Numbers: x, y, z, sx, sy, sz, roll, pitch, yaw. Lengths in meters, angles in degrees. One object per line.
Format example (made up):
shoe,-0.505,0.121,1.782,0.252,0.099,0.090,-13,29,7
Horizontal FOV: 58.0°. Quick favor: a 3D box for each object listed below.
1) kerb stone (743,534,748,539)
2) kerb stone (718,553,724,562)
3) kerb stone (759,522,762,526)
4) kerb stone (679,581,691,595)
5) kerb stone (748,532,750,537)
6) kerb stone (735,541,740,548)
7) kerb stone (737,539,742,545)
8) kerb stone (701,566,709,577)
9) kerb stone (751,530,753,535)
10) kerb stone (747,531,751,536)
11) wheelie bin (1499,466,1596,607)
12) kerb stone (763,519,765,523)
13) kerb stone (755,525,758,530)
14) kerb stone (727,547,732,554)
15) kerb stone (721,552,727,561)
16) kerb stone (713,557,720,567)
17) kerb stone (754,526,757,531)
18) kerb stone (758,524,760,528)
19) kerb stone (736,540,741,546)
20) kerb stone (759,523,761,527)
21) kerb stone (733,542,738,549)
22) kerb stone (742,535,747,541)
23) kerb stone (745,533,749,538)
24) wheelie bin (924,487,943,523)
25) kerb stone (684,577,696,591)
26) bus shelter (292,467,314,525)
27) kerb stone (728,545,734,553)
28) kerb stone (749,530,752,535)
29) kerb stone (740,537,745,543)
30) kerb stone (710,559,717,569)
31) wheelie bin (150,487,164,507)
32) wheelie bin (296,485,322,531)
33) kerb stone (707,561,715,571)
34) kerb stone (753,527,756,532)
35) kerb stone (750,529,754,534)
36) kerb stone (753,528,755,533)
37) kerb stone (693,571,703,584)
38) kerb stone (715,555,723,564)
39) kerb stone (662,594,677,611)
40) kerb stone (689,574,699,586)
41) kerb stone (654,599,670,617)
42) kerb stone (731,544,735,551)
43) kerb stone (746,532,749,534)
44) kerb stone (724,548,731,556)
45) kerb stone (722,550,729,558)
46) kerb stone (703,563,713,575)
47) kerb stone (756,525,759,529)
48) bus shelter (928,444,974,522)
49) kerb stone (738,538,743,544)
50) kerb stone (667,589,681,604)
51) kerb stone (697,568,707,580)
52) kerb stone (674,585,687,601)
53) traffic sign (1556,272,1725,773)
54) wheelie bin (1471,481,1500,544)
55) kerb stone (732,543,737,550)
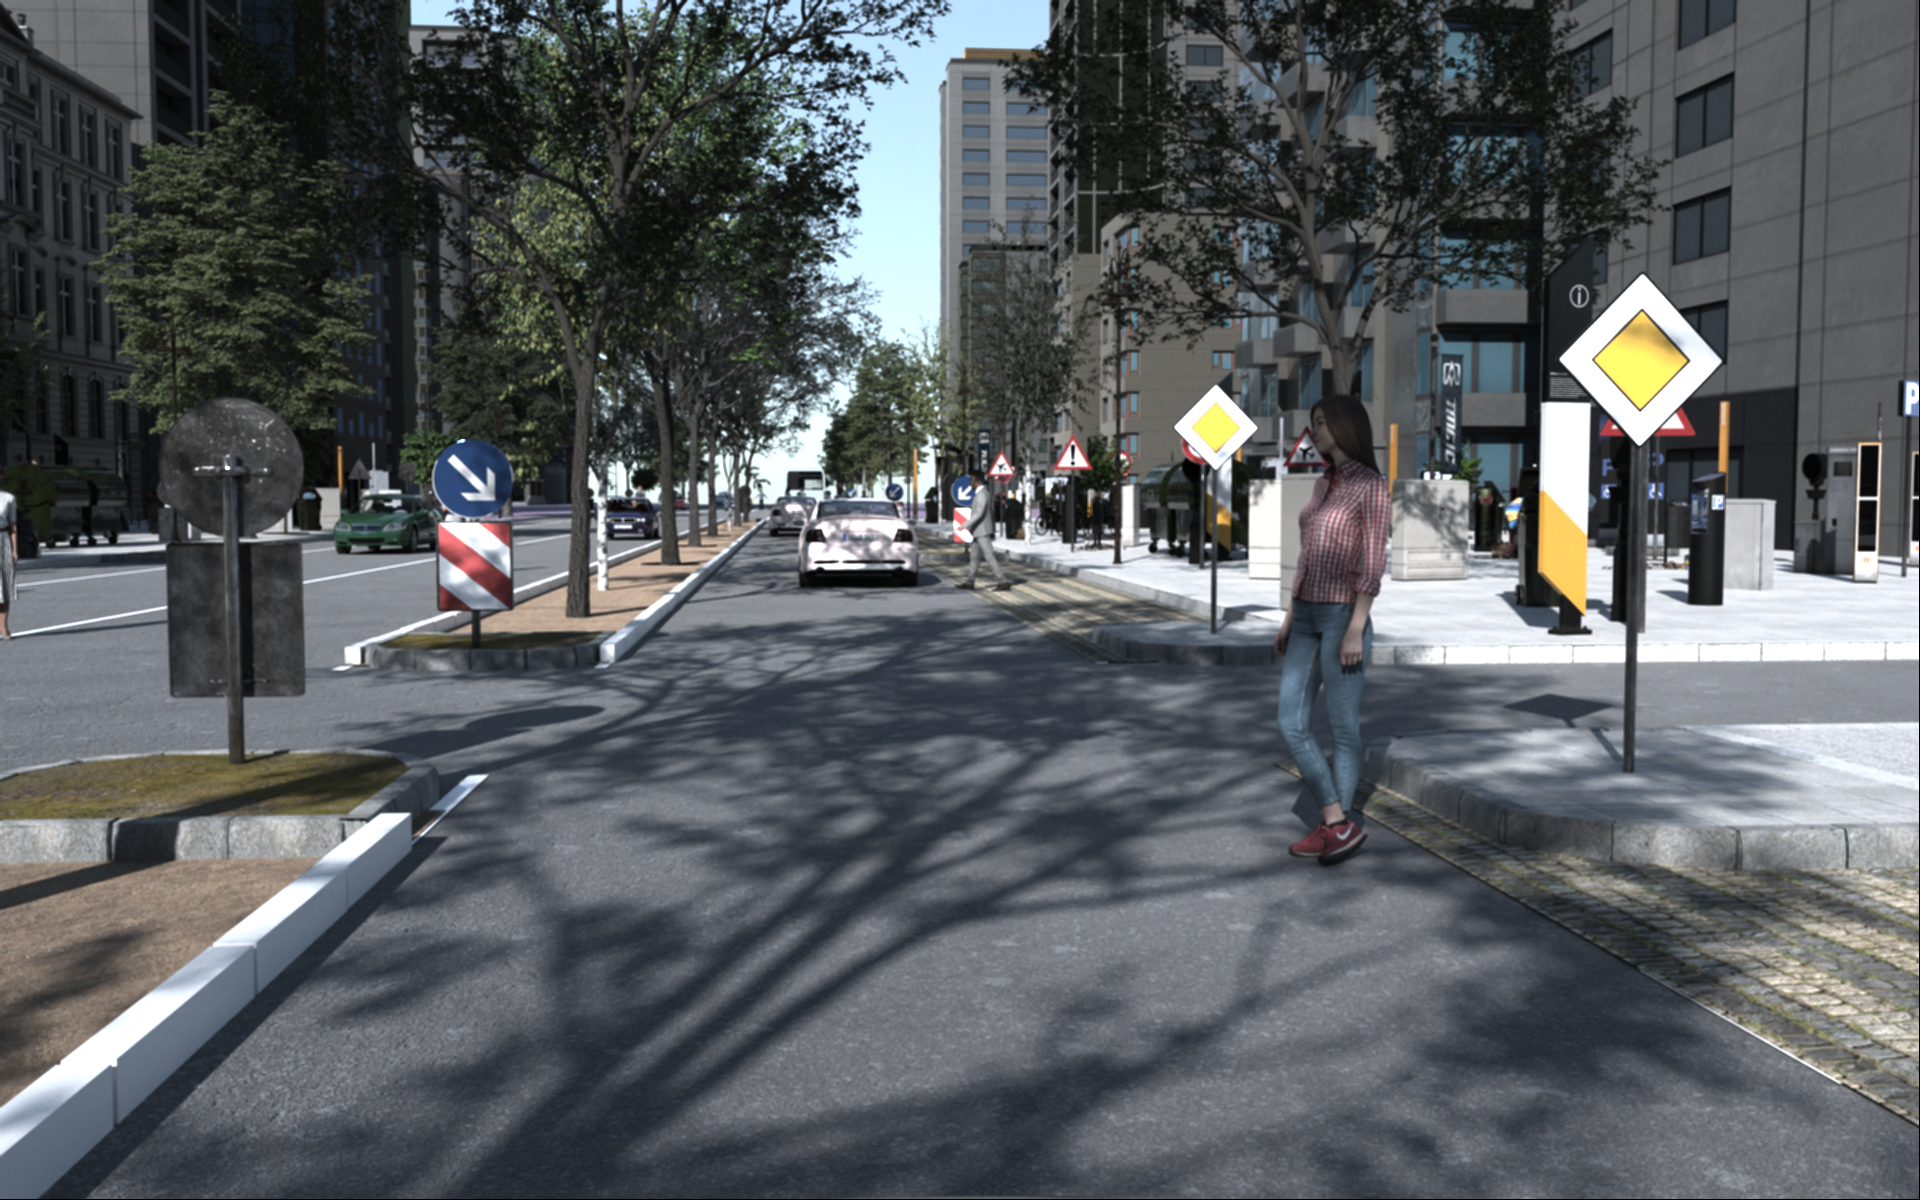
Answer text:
kerb stone,-6.515,-1.818,51.921,0.120,0.150,1.000,0,4,-5
kerb stone,-4.978,-0.821,35.615,0.120,0.150,1.000,0,4,-5
kerb stone,-8.451,-3.066,72.331,0.120,0.150,1.000,0,4,-5
kerb stone,-3.909,-0.134,24.385,0.120,0.150,1.000,0,4,-5
kerb stone,-6.811,-2.005,54.974,0.120,0.150,1.000,0,4,-5
kerb stone,-5.835,-1.382,44.789,0.120,0.150,1.000,0,4,-5
kerb stone,-6.030,-1.506,46.823,0.120,0.150,1.000,0,4,-5
kerb stone,-4.395,-0.444,29.478,0.120,0.150,1.000,0,4,-5
kerb stone,-7.093,-2.192,58.039,0.120,0.150,1.000,0,4,-5
kerb stone,-6.907,-2.067,55.993,0.120,0.150,1.000,0,4,-5
wheelie bin,6.763,-0.728,19.804,0.980,1.594,0.693,1,4,9
kerb stone,-9.131,-3.499,79.458,0.120,0.150,1.000,0,4,-5
kerb stone,-7.770,-2.627,65.180,0.120,0.150,1.000,0,4,-5
kerb stone,-5.357,-1.067,39.686,0.120,0.150,1.000,0,4,-5
kerb stone,-5.066,-0.879,36.634,0.120,0.150,1.000,0,4,-5
kerb stone,-4.781,-0.688,33.569,0.120,0.150,1.000,0,4,-5
kerb stone,-7.583,-2.504,63.145,0.120,0.150,1.000,0,4,-5
kerb stone,-8.058,-2.815,68.237,0.120,0.150,1.000,0,4,-5
kerb stone,-5.936,-1.443,45.806,0.120,0.150,1.000,0,4,-5
kerb stone,-8.259,-2.940,70.276,0.120,0.150,1.000,0,4,-5
kerb stone,-5.750,-1.320,43.770,0.120,0.150,1.000,0,4,-5
kerb stone,-6.422,-1.756,50.904,0.120,0.150,1.000,0,4,-5
kerb stone,-6.612,-1.876,52.940,0.120,0.150,1.000,0,4,-5
wheelie bin,-1.143,-4.175,76.166,0.693,1.594,0.980,-2,4,-29
kerb stone,-4.004,-0.196,25.403,0.120,0.150,1.000,0,4,-5
bus shelter,-26.089,-4.589,66.311,1.731,3.624,6.357,0,4,-5
kerb stone,-5.453,-1.133,40.713,0.120,0.150,1.000,0,4,-5
kerb stone,-6.998,-2.128,57.019,0.120,0.150,1.000,0,4,-5
kerb stone,-6.222,-1.628,48.866,0.120,0.150,1.000,0,4,-5
kerb stone,-4.689,-0.633,32.541,0.120,0.150,1.000,0,4,-5
wheelie bin,-35.291,-4.179,76.236,0.980,1.594,0.693,-2,4,-35
wheelie bin,-24.421,-3.472,64.671,0.980,1.594,0.693,-3,5,-43
kerb stone,-4.586,-0.571,31.524,0.120,0.150,1.000,0,4,-5
kerb stone,-7.484,-2.442,62.123,0.120,0.150,1.000,0,4,-5
kerb stone,-7.201,-2.253,59.059,0.120,0.150,1.000,0,4,-5
kerb stone,-7.386,-2.380,61.105,0.120,0.150,1.000,0,4,-5
kerb stone,-4.202,-0.321,27.443,0.120,0.150,1.000,0,4,-5
kerb stone,-4.871,-0.758,34.588,0.120,0.150,1.000,0,4,-5
kerb stone,-3.616,0.057,21.334,0.120,0.150,1.000,0,4,-5
kerb stone,-4.106,-0.259,26.425,0.120,0.150,1.000,0,4,-5
kerb stone,-3.527,0.119,20.312,0.120,0.150,1.000,0,4,-5
kerb stone,-5.553,-1.195,41.730,0.120,0.150,1.000,0,4,-5
kerb stone,-6.713,-1.943,53.957,0.120,0.150,1.000,0,4,-5
kerb stone,-5.256,-1.005,38.669,0.120,0.150,1.000,0,4,-5
kerb stone,-5.167,-0.935,37.651,0.120,0.150,1.000,0,4,-5
kerb stone,-4.485,-0.505,30.496,0.120,0.150,1.000,0,4,-5
kerb stone,-7.868,-2.691,66.201,0.120,0.150,1.000,0,4,-5
bus shelter,-0.428,-5.601,82.864,1.731,3.624,6.357,0,4,-6
kerb stone,-6.128,-1.564,47.845,0.120,0.150,1.000,0,4,-5
kerb stone,-3.724,-0.009,22.350,0.120,0.150,1.000,0,4,-5
kerb stone,-4.292,-0.383,28.461,0.120,0.150,1.000,0,4,-5
kerb stone,-3.813,-0.072,23.368,0.120,0.150,1.000,0,4,-5
traffic sign,3.084,-0.262,7.933,0.795,2.450,0.064,0,4,-5
wheelie bin,12.590,-2.044,41.328,0.693,1.594,0.980,2,4,31
kerb stone,-5.651,-1.257,42.753,0.120,0.150,1.000,0,4,-5
